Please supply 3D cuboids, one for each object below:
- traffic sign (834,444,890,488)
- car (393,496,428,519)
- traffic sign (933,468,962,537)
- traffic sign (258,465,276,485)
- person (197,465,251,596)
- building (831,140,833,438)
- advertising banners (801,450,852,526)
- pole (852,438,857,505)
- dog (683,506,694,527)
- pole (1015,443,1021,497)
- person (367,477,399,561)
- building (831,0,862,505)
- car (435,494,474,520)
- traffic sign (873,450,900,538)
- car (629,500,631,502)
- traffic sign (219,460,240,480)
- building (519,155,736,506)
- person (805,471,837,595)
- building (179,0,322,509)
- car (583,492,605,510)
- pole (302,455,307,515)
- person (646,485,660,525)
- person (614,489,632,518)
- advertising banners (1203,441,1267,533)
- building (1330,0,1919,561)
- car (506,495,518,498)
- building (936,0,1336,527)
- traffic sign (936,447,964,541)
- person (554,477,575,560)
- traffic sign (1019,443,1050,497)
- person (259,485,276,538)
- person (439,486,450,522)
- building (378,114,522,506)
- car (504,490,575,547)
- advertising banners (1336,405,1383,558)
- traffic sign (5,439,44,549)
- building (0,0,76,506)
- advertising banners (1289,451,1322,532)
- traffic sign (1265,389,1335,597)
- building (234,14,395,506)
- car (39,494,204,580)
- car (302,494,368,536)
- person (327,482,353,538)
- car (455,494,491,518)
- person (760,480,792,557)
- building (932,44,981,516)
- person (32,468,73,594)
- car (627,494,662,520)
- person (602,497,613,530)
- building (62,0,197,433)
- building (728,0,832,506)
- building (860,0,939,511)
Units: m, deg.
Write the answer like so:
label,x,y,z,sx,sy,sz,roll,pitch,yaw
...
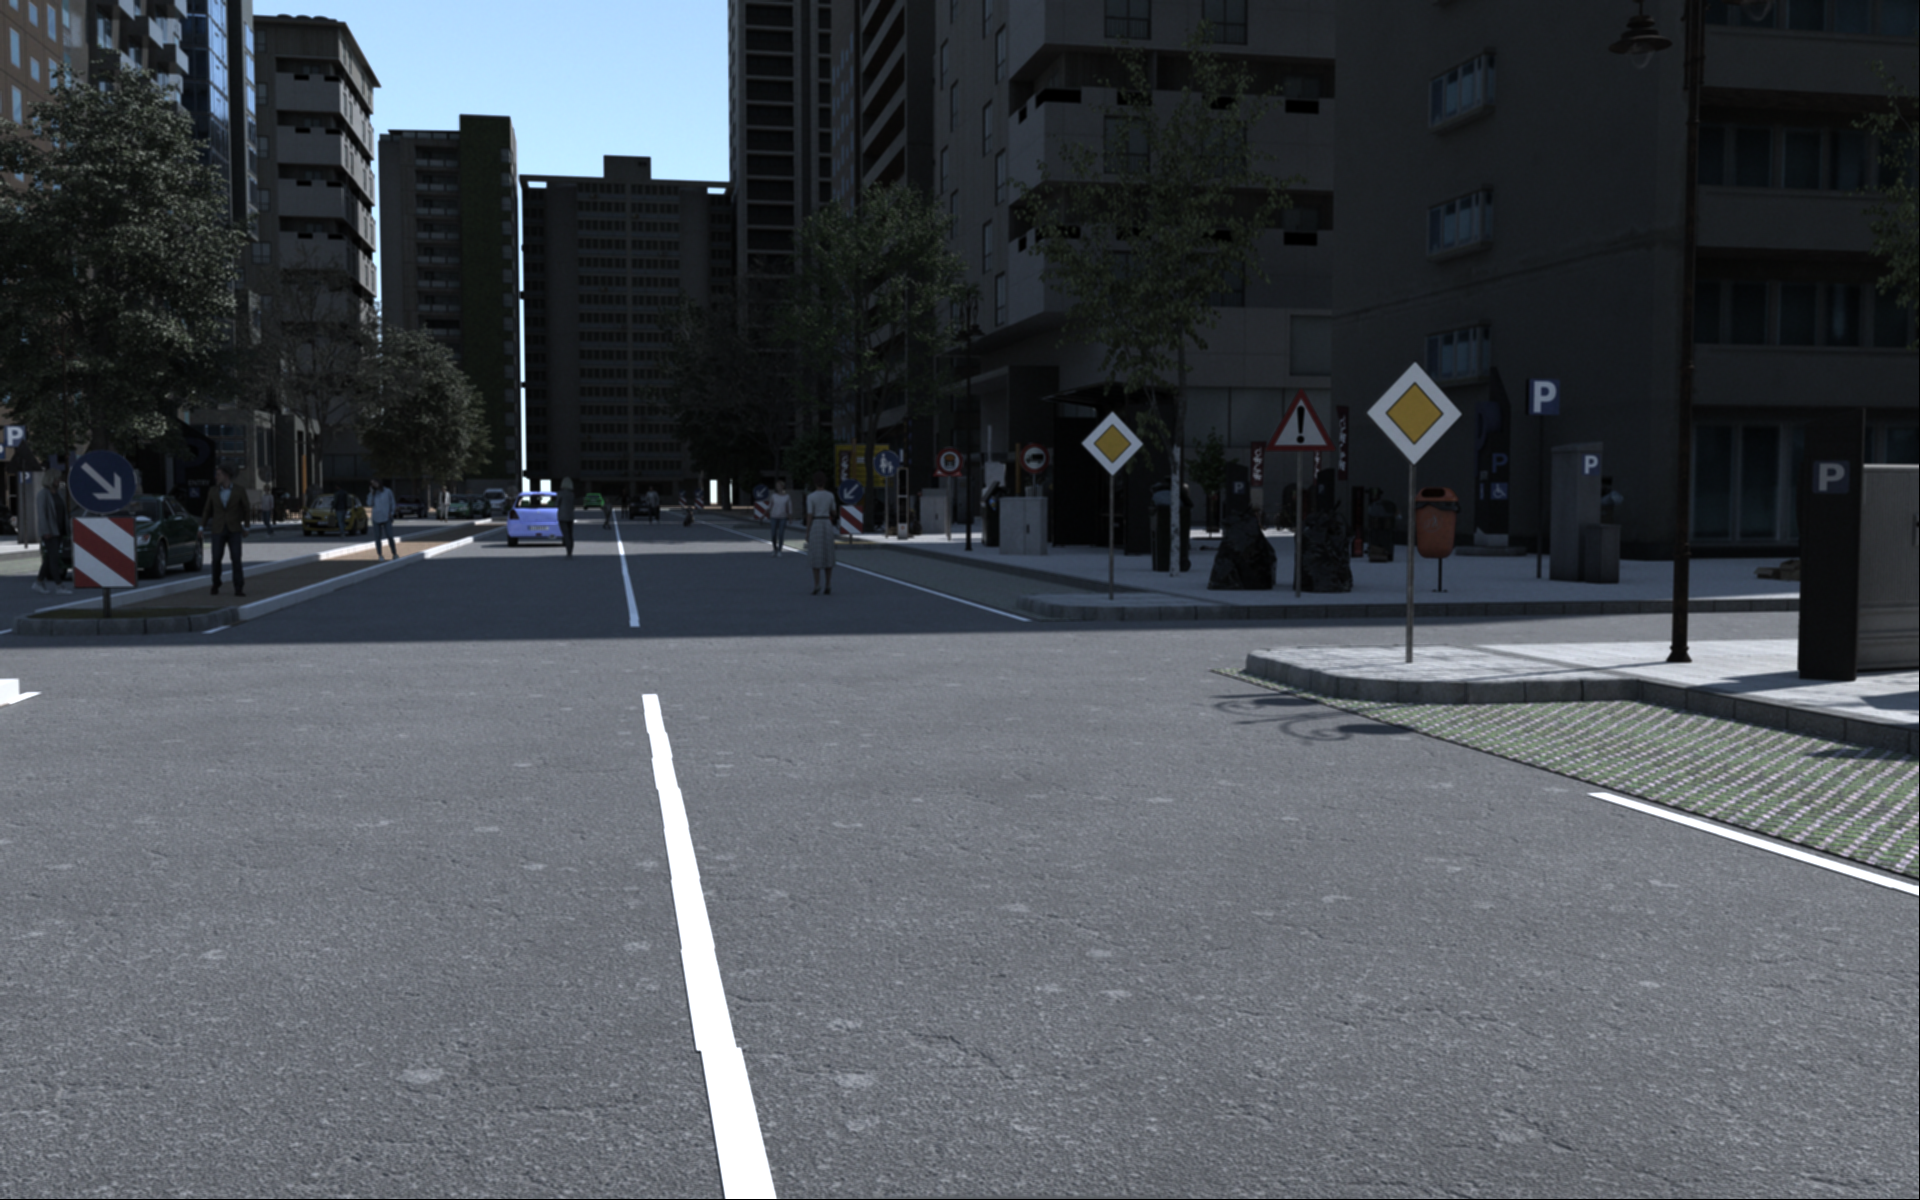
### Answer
label,x,y,z,sx,sy,sz,roll,pitch,yaw
traffic sign,-3.959,-4.663,70.118,2.265,3.308,0.079,-1,4,-10
car,-32.670,-5.524,102.897,1.945,1.354,3.894,-1,4,-10
traffic sign,-0.375,-3.163,51.723,0.884,2.594,0.081,0,4,-4
traffic sign,-30.509,-4.660,76.293,0.768,2.556,0.104,0,4,-6
person,-10.318,-0.971,24.283,0.656,1.842,0.836,-3,5,-45
building,-4.734,-28.840,155.135,14.154,41.232,14.086,-1,4,-11
advertising banners,-5.333,-4.468,69.235,2.074,3.025,0.090,0,4,4
pole,-3.831,-4.221,62.862,0.158,3.312,0.155,0,3,0
dog,-11.971,-3.648,76.486,0.513,0.831,0.800,0,4,7
pole,2.324,-4.606,69.157,0.158,3.312,0.155,0,3,0
person,-12.262,-1.717,36.844,0.793,1.790,0.793,-3,5,-41
building,-2.663,-30.018,140.906,14.600,45.320,14.200,-1,4,-11
car,-28.411,-5.240,97.476,2.131,1.459,4.920,-1,4,-12
traffic sign,-2.137,-3.082,50.502,0.768,2.556,0.104,0,4,-2
car,-21.189,-6.506,116.152,2.009,1.686,4.222,-1,4,-11
traffic sign,-27.106,-3.922,64.228,0.768,2.556,0.104,-1,4,-10
building,-38.570,-31.177,201.630,23.993,40.220,32.217,-1,4,-11
person,-2.002,-0.958,24.730,0.480,1.755,0.524,-2,4,-28
building,-69.442,-50.405,136.801,31.000,86.520,22.319,-1,4,-11
car,-33.566,-9.177,158.834,1.959,1.807,4.718,-1,4,-10
pole,-34.264,-5.914,90.529,0.158,3.312,0.155,0,3,0
person,-14.442,-4.470,81.425,0.661,1.843,0.795,1,4,12
person,-19.959,-5.742,102.911,1.217,1.766,0.721,0,4,6
advertising banners,9.161,-3.760,57.665,2.074,3.025,0.090,0,4,1
building,21.338,-25.715,44.150,21.600,48.544,21.300,-1,4,-11
car,-36.320,-7.793,139.780,2.083,1.381,4.827,-1,4,-11
building,14.389,-30.133,81.914,28.713,52.752,27.495,-1,4,-11
traffic sign,-0.289,-2.885,47.272,0.768,2.556,0.104,-1,4,-11
person,-8.621,-1.771,37.636,0.526,1.800,0.537,3,5,40
traffic sign,1.851,-2.625,43.023,0.768,2.556,0.104,0,4,-5
person,-22.609,-2.901,56.602,0.731,1.740,0.598,1,4,20
person,-26.363,-4.901,88.501,0.514,1.842,0.818,-2,4,-28
building,-55.509,-30.931,189.311,14.086,41.232,14.154,-1,4,-11
car,-11.740,-2.370,48.335,1.945,1.707,3.694,-1,4,-13
advertising banners,8.060,-2.373,34.994,0.090,3.025,2.074,3,5,39
traffic sign,-22.015,-2.492,40.754,0.884,2.594,0.081,0,4,-3
building,-48.577,-25.998,75.172,14.600,45.320,14.200,-1,4,-11
advertising banners,11.463,-3.744,57.398,0.090,3.025,2.074,-1,4,-17
traffic sign,4.196,-1.311,21.432,0.884,2.594,0.081,0,4,-6
building,-77.512,-36.849,191.724,27.495,52.752,28.713,-1,4,-11
car,-14.690,-1.147,30.550,2.131,1.459,4.920,-1,4,-12
car,-21.761,-3.065,60.342,2.015,1.641,3.980,-1,4,-11
person,-20.313,-2.947,56.670,0.794,1.824,0.713,-3,5,-42
car,-29.500,-5.700,104.988,2.131,1.459,4.920,-1,4,-10
person,-4.188,-1.851,39.428,0.731,1.740,0.598,0,4,-5
building,5.201,-20.447,106.011,14.160,30.474,14.107,-1,4,-11
person,-12.996,-0.991,24.879,0.728,1.800,0.709,1,4,11
car,-17.987,-5.438,98.690,2.009,1.686,4.222,-1,4,-10
person,-14.276,-3.513,70.203,0.640,1.303,0.475,3,4,36
building,-58.359,-29.399,100.284,23.786,49.044,30.456,-1,4,-11
building,-15.738,-46.614,200.397,20.611,71.187,20.563,-1,4,-11
building,4.939,-30.606,124.112,21.300,48.544,21.600,-1,4,-11
